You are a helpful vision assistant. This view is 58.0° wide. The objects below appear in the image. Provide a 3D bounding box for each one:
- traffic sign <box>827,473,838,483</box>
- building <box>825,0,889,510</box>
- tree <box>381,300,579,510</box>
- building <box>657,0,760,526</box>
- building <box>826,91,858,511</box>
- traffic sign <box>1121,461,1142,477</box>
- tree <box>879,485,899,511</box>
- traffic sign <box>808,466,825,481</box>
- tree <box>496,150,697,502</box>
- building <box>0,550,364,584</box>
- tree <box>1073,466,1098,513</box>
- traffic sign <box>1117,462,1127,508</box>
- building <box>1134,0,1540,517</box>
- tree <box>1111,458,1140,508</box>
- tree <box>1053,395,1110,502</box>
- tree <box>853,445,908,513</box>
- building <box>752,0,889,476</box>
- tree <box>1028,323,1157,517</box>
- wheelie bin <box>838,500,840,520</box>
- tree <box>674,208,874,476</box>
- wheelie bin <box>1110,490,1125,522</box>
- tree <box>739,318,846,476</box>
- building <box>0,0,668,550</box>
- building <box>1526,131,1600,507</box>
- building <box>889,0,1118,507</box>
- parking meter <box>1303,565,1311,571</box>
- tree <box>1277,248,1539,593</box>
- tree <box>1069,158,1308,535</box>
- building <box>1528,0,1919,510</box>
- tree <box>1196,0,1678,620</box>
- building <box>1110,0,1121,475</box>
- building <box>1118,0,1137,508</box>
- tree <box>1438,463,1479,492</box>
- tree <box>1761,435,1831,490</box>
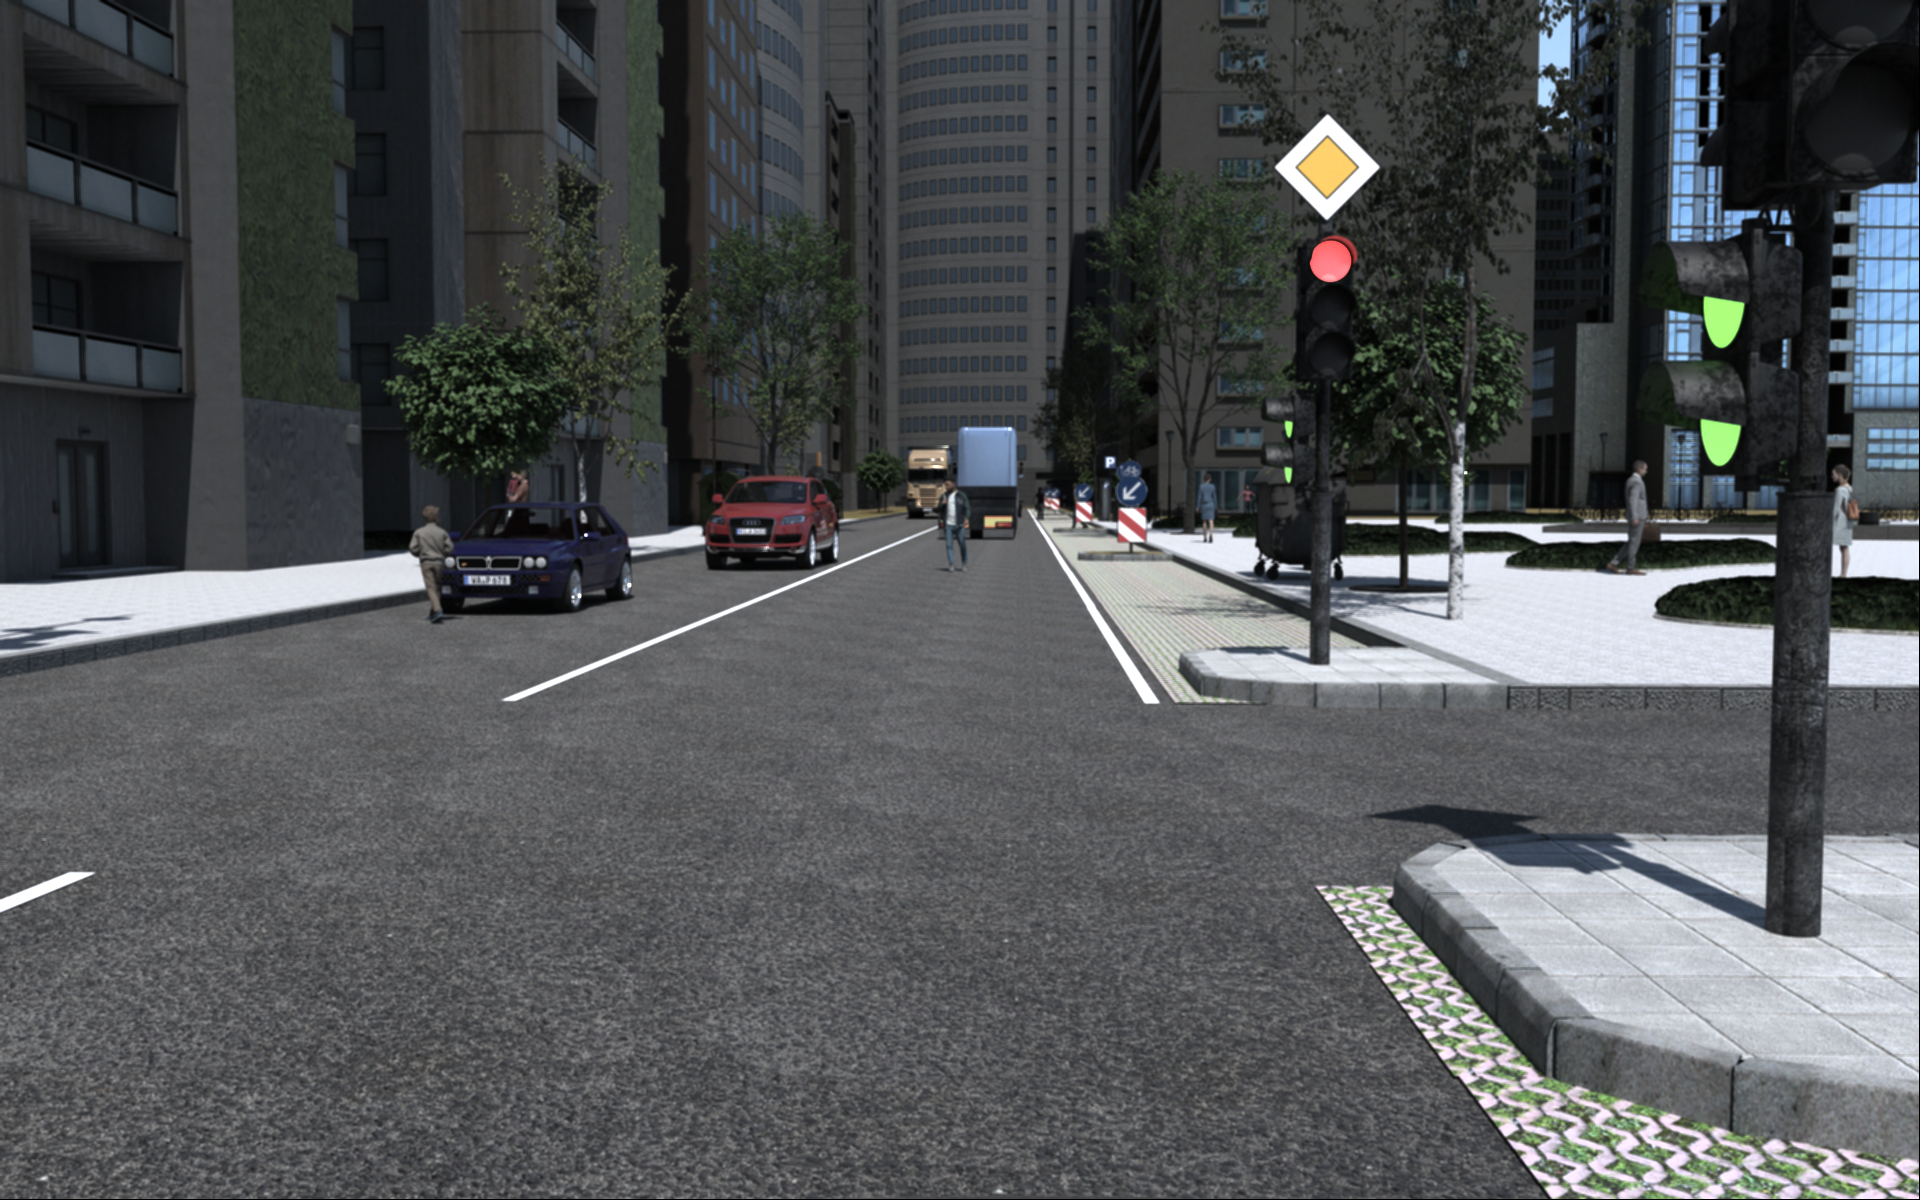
[{"bbox_3d":[-6.151,-4.966,83.320,0.606,2.300,0.079,0,4,4],"label":"traffic sign"},{"bbox_3d":[-17.309,-43.537,150.080,20.611,71.187,20.563,0,4,2],"label":"building"},{"bbox_3d":[-8.114,-2.792,29.368,4.285,4.588,4.351,0,3,0],"label":"tree"},{"bbox_3d":[-16.782,-26.023,75.590,14.600,45.320,14.200,0,4,2],"label":"building"},{"bbox_3d":[-15.093,-21.600,124.858,14.160,30.474,14.107,0,4,2],"label":"building"},{"bbox_3d":[6.539,-4.033,66.043,0.768,2.556,0.104,1,4,11],"label":"traffic sign"},{"bbox_3d":[-5.673,-8.346,131.060,1.663,3.219,1.824,0,3,0],"label":"tree"},{"bbox_3d":[-6.463,-4.761,77.948,0.768,2.556,0.104,0,4,2],"label":"traffic sign"},{"bbox_3d":[-8.072,-5.322,37.370,4.737,8.622,4.395,0,3,0],"label":"tree"},{"bbox_3d":[-18.911,-20.946,26.058,14.154,41.232,14.086,0,4,2],"label":"building"},{"bbox_3d":[8.341,-7.412,115.782,1.663,3.219,1.824,0,3,0],"label":"tree"},{"bbox_3d":[6.630,-4.220,69.106,0.768,2.556,0.104,1,4,11],"label":"traffic sign"},{"bbox_3d":[22.334,-29.596,107.597,21.300,48.544,21.600,0,4,2],"label":"building"},{"bbox_3d":[8.381,-5.542,85.207,1.663,3.219,1.824,0,3,0],"label":"tree"},{"bbox_3d":[8.539,-10.493,121.920,4.737,8.622,4.395,0,3,0],"label":"tree"},{"bbox_3d":[-5.310,-8.407,121.173,4.285,4.588,4.351,0,3,0],"label":"tree"},{"bbox_3d":[-22.841,-39.360,185.541,28.212,58.520,21.231,0,4,2],"label":"building"},{"bbox_3d":[7.233,-9.843,95.350,7.601,10.594,8.767,0,4,1],"label":"tree"},{"bbox_3d":[-6.191,-4.732,85.274,0.693,1.594,0.980,0,4,-4],"label":"wheelie bin"},{"bbox_3d":[-6.774,-8.384,62.837,9.928,11.665,9.643,0,3,0],"label":"tree"},{"bbox_3d":[7.235,-4.323,78.596,0.693,1.594,0.980,-1,4,-16],"label":"wheelie bin"},{"bbox_3d":[-6.864,-7.412,71.552,4.737,8.622,4.395,0,3,0],"label":"tree"},{"bbox_3d":[-16.664,-22.290,48.039,14.154,41.232,14.086,0,4,2],"label":"building"},{"bbox_3d":[63.066,-30.341,187.963,23.993,40.220,32.217,0,4,2],"label":"building"},{"bbox_3d":[5.584,-39.332,185.076,28.212,58.520,21.231,0,4,2],"label":"building"},{"bbox_3d":[5.946,-1.259,29.000,0.372,1.533,0.369,0,3,0],"label":"parking meter"},{"bbox_3d":[5.935,-2.410,23.118,4.285,4.588,4.351,0,3,0],"label":"tree"},{"bbox_3d":[7.284,-7.885,54.671,9.928,11.665,9.643,0,3,0],"label":"tree"},{"bbox_3d":[67.057,-50.966,145.965,31.000,86.520,22.319,0,4,2],"label":"building"},{"bbox_3d":[4.842,-4.109,17.546,4.360,8.622,3.978,0,3,0],"label":"tree"},{"bbox_3d":[26.885,-34.053,146.012,28.713,52.752,27.495,0,4,2],"label":"building"},{"bbox_3d":[18.905,-29.087,125.687,14.600,45.320,14.200,0,4,2],"label":"building"},{"bbox_3d":[22.374,-5.123,78.360,1.663,3.219,1.824,0,3,0],"label":"tree"},{"bbox_3d":[35.809,-5.571,74.806,4.285,4.588,4.351,0,3,0],"label":"tree"}]
